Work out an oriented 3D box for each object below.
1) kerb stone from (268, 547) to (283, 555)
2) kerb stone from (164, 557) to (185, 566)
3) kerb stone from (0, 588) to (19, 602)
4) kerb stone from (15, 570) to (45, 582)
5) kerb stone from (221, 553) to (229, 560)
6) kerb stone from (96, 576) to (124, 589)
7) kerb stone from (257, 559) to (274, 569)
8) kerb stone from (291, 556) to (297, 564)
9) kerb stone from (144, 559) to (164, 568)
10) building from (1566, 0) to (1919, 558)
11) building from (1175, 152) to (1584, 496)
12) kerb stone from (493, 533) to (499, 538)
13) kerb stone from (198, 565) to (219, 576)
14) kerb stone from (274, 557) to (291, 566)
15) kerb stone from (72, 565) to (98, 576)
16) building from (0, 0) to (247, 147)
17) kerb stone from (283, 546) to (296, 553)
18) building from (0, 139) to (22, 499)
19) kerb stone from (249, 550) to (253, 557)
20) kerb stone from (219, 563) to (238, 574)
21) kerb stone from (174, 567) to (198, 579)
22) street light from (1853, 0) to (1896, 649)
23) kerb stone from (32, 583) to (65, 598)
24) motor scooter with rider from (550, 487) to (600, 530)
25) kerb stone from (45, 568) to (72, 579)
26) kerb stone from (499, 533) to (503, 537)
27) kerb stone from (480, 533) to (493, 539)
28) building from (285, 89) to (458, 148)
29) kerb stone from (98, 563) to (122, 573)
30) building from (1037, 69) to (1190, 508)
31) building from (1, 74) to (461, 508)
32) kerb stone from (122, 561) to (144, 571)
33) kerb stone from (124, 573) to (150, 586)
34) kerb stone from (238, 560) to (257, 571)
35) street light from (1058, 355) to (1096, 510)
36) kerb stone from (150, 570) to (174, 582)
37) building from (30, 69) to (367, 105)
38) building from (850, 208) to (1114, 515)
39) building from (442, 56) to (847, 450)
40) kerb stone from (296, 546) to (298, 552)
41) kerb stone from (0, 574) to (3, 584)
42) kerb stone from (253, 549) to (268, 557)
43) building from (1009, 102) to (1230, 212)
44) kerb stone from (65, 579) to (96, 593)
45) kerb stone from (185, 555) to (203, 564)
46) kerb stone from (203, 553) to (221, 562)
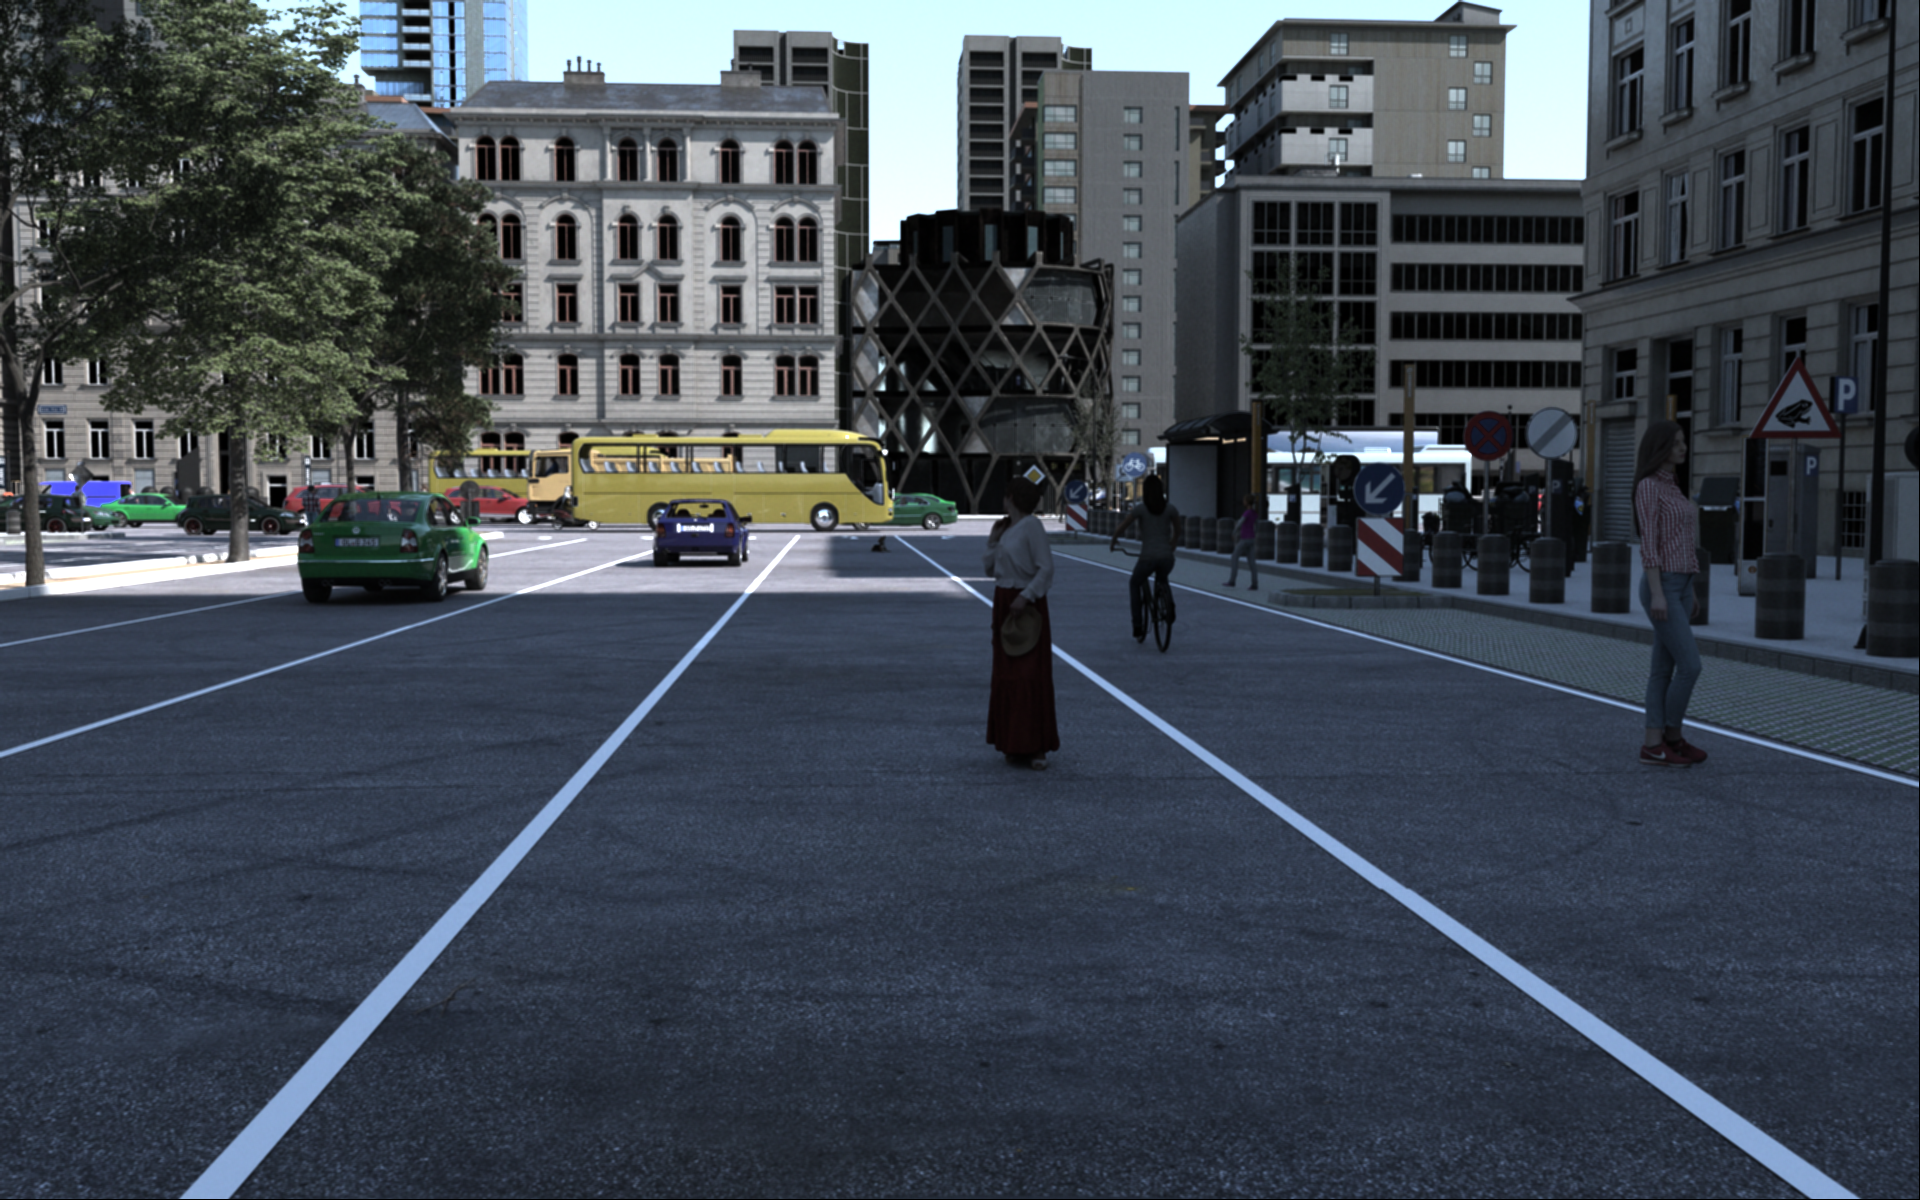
[{"bbox_3d":[-16.190,-1.126,40.681,0.120,0.150,1.000,0,4,-4],"label":"kerb stone"},{"bbox_3d":[-15.760,-0.749,34.528,0.120,0.150,1.000,0,4,-4],"label":"kerb stone"},{"bbox_3d":[-12.845,-0.066,23.344,0.120,0.150,1.000,0,4,-4],"label":"kerb stone"},{"bbox_3d":[-15.314,-0.376,28.345,0.120,0.150,1.000,0,4,-4],"label":"kerb stone"},{"bbox_3d":[-15.970,-0.940,37.606,0.120,0.150,1.000,0,4,-4],"label":"kerb stone"},{"bbox_3d":[-13.069,-0.257,26.424,0.120,0.150,1.000,0,4,-4],"label":"kerb stone"},{"bbox_3d":[-13.585,-0.698,33.626,0.120,0.150,1.000,0,4,-4],"label":"kerb stone"},{"bbox_3d":[-13.733,-0.819,35.687,0.120,0.150,1.000,0,4,-4],"label":"kerb stone"},{"bbox_3d":[-15.692,-0.690,33.490,0.120,0.150,1.000,0,4,-4],"label":"kerb stone"},{"bbox_3d":[25.282,-12.246,33.503,16.112,22.955,30.059,0,4,-4],"label":"building"},{"bbox_3d":[30.344,-18.037,113.968,30.058,24.678,14.314,0,4,-4],"label":"building"},{"bbox_3d":[-15.202,-2.082,56.228,0.120,0.150,1.000,0,4,-4],"label":"kerb stone"},{"bbox_3d":[-13.360,-0.510,30.540,0.120,0.150,1.000,0,4,-4],"label":"kerb stone"},{"bbox_3d":[-13.662,-0.753,34.654,0.120,0.150,1.000,0,4,-4],"label":"kerb stone"},{"bbox_3d":[-15.451,-0.502,30.399,0.120,0.150,1.000,0,4,-4],"label":"kerb stone"},{"bbox_3d":[-90.653,-45.911,188.903,20.611,71.187,20.563,0,4,-4],"label":"building"},{"bbox_3d":[-16.276,-1.193,41.704,0.120,0.150,1.000,0,4,-4],"label":"kerb stone"},{"bbox_3d":[-65.769,-16.889,105.012,19.941,23.489,11.050,0,4,-4],"label":"building"},{"bbox_3d":[-16.048,-1.005,38.631,0.120,0.150,1.000,0,4,-4],"label":"kerb stone"},{"bbox_3d":[-13.433,-0.572,31.565,0.120,0.150,1.000,0,4,-4],"label":"kerb stone"},{"bbox_3d":[-13.285,-0.448,29.515,0.120,0.150,1.000,0,4,-4],"label":"kerb stone"},{"bbox_3d":[7.063,-2.549,14.217,1.470,5.913,1.316,0,4,-4],"label":"street light"},{"bbox_3d":[-12.913,-0.133,24.370,0.120,0.150,1.000,0,4,-4],"label":"kerb stone"},{"bbox_3d":[-15.543,-3.720,69.793,1.986,1.779,0.876,0,4,-5],"label":"motor scooter with rider"},{"bbox_3d":[-15.381,-0.437,29.370,0.120,0.150,1.000,0,4,-4],"label":"kerb stone"},{"bbox_3d":[-15.277,-2.141,57.253,0.120,0.150,1.000,0,4,-4],"label":"kerb stone"},{"bbox_3d":[-15.124,-2.017,55.204,0.120,0.150,1.000,0,4,-4],"label":"kerb stone"},{"bbox_3d":[-65.891,-32.761,190.271,28.867,44.769,22.147,0,4,-4],"label":"building"},{"bbox_3d":[-15.531,-0.564,31.434,0.120,0.150,1.000,0,4,-4],"label":"kerb stone"},{"bbox_3d":[14.401,-29.807,170.937,14.154,41.232,14.086,0,4,-4],"label":"building"},{"bbox_3d":[-43.347,-18.951,107.110,25.104,27.353,12.463,0,4,-4],"label":"building"},{"bbox_3d":[-15.604,-0.628,32.463,0.120,0.150,1.000,0,4,-4],"label":"kerb stone"},{"bbox_3d":[-13.138,-0.320,27.449,0.120,0.150,1.000,0,4,-4],"label":"kerb stone"},{"bbox_3d":[-13.504,-0.630,32.602,0.120,0.150,1.000,0,4,-4],"label":"kerb stone"},{"bbox_3d":[3.976,-5.237,58.163,1.470,5.913,1.316,0,4,-4],"label":"street light"},{"bbox_3d":[-13.213,-0.382,28.479,0.120,0.150,1.000,0,4,-4],"label":"kerb stone"},{"bbox_3d":[-65.057,-28.774,162.340,32.217,40.220,23.993,0,4,-4],"label":"building"},{"bbox_3d":[1.363,-14.985,112.453,16.811,18.784,16.820,0,4,-4],"label":"building"},{"bbox_3d":[-18.960,-19.683,109.199,23.554,28.519,14.401,0,4,-4],"label":"building"},{"bbox_3d":[-16.341,-1.251,42.737,0.120,0.150,1.000,0,4,-4],"label":"kerb stone"},{"bbox_3d":[-15.236,-0.313,27.309,0.120,0.150,1.000,0,4,-4],"label":"kerb stone"},{"bbox_3d":[-16.119,-1.068,39.656,0.120,0.150,1.000,0,4,-4],"label":"kerb stone"},{"bbox_3d":[16.988,-32.898,192.505,22.147,44.769,28.867,0,4,-4],"label":"building"},{"bbox_3d":[-12.988,-0.189,25.400,0.120,0.150,1.000,0,4,-4],"label":"kerb stone"},{"bbox_3d":[-15.833,-0.817,35.554,0.120,0.150,1.000,0,4,-4],"label":"kerb stone"},{"bbox_3d":[-15.905,-0.879,36.581,0.120,0.150,1.000,0,4,-4],"label":"kerb stone"}]
